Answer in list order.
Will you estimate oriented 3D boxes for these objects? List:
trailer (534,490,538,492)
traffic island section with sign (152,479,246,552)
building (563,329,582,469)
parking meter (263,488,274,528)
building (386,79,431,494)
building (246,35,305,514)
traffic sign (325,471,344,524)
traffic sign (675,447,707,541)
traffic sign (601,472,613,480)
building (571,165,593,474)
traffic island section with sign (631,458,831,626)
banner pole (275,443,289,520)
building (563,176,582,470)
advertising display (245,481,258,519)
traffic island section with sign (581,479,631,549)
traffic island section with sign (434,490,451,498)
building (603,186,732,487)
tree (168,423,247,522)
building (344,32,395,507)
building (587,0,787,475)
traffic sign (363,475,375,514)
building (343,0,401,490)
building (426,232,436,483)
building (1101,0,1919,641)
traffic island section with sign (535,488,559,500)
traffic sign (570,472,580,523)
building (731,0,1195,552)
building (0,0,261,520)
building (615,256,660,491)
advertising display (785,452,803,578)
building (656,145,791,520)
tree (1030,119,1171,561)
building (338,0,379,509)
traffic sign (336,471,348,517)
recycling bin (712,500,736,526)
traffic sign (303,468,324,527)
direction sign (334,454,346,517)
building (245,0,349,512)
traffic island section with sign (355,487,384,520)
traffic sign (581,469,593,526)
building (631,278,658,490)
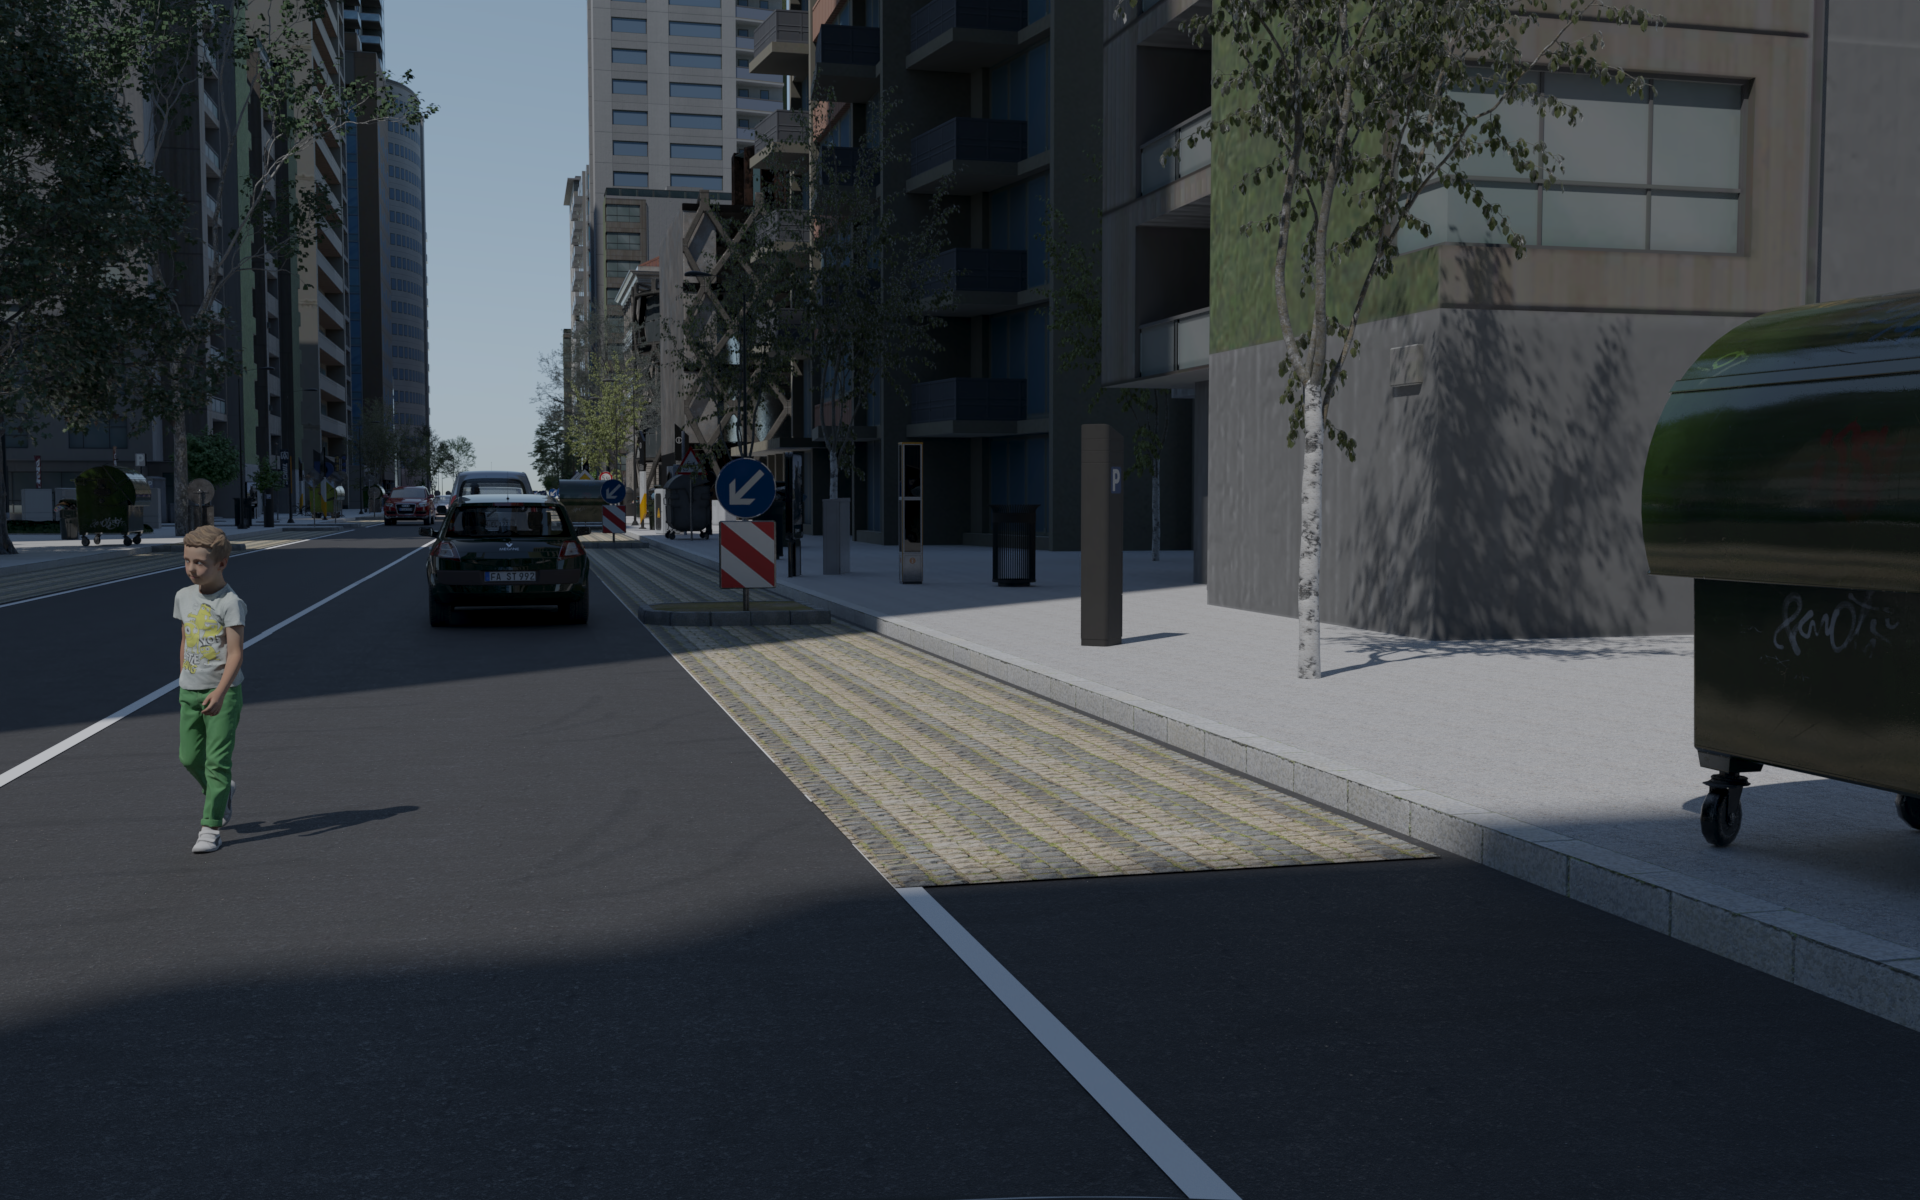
[{"bbox_3d":[-67.952,-16.499,276.814,1.471,1.999,3.904,-1,4,-12],"label":"trailer"},{"bbox_3d":[-19.148,-2.142,43.648,1.989,1.847,2.006,-1,4,-14],"label":"traffic island section with sign"},{"bbox_3d":[-61.820,-32.400,301.437,14.160,30.474,14.107,-1,4,-14],"label":"building"},{"bbox_3d":[-26.580,-3.558,66.577,0.372,1.533,0.369,0,3,0],"label":"parking meter"},{"bbox_3d":[-85.735,-42.741,240.817,21.231,58.520,28.212,-1,4,-14],"label":"building"},{"bbox_3d":[-49.669,-20.602,108.540,14.160,30.474,14.107,-1,4,-14],"label":"building"},{"bbox_3d":[-27.174,-4.384,75.317,0.795,2.450,0.064,-1,4,-14],"label":"traffic sign"},{"bbox_3d":[-7.375,-2.907,47.531,0.884,2.594,0.081,0,4,-6],"label":"traffic sign"},{"bbox_3d":[-20.027,-5.990,98.040,0.768,2.556,0.104,0,4,-7],"label":"traffic sign"},{"bbox_3d":[-45.226,-38.790,253.817,23.786,49.044,30.456,-1,4,-14],"label":"building"},{"bbox_3d":[-2.620,-0.672,19.615,1.989,1.847,2.006,-1,4,-14],"label":"traffic island section with sign"},{"bbox_3d":[-33.211,-5.799,84.836,0.863,3.779,0.401,-2,4,-25],"label":"banner pole"},{"bbox_3d":[-49.315,-42.402,282.507,28.713,52.752,27.495,-1,4,-14],"label":"building"},{"bbox_3d":[-36.370,-5.118,88.894,0.123,1.923,0.974,1,4,8],"label":"advertising display"},{"bbox_3d":[-9.378,-2.296,46.160,1.989,1.847,2.006,-1,4,-14],"label":"traffic island section with sign"},{"bbox_3d":[-51.762,-9.978,171.774,1.989,1.847,2.006,-1,4,-14],"label":"traffic island section with sign"},{"bbox_3d":[-27.184,-24.171,166.890,14.160,30.474,14.107,-1,4,-14],"label":"building"},{"bbox_3d":[-35.065,-5.935,80.750,4.285,4.588,4.351,0,3,0],"label":"tree"},{"bbox_3d":[-64.073,-31.885,171.437,14.600,45.320,14.200,-1,4,-14],"label":"building"},{"bbox_3d":[-29.349,-39.475,187.423,21.231,58.520,28.212,-1,4,-14],"label":"building"},{"bbox_3d":[-38.657,-6.926,113.351,0.768,2.556,0.104,-1,4,-12],"label":"traffic sign"},{"bbox_3d":[-73.772,-53.720,190.993,22.319,86.520,31.000,-1,4,-14],"label":"building"},{"bbox_3d":[-94.536,-39.755,269.603,23.786,49.044,30.456,-1,4,-14],"label":"building"},{"bbox_3d":[9.251,-20.710,22.206,14.154,41.232,14.086,-1,4,-14],"label":"building"},{"bbox_3d":[-29.750,-7.189,126.162,1.989,1.847,2.006,-1,4,-14],"label":"traffic island section with sign"},{"bbox_3d":[-17.143,-4.538,77.841,0.795,2.450,0.064,-1,4,-14],"label":"traffic sign"},{"bbox_3d":[5.378,-24.314,52.159,22.147,44.769,28.867,-1,4,-14],"label":"building"},{"bbox_3d":[-44.081,-24.665,86.872,14.154,41.232,14.086,-1,4,-14],"label":"building"},{"bbox_3d":[-21.816,-18.720,142.222,11.583,22.565,21.152,-1,4,-14],"label":"building"},{"bbox_3d":[-2.582,-1.332,26.994,0.123,1.923,0.974,0,4,4],"label":"advertising display"},{"bbox_3d":[-6.727,-13.707,91.568,16.811,18.784,16.820,-1,4,-14],"label":"building"},{"bbox_3d":[3.516,-5.052,32.961,4.737,8.622,4.395,0,3,0],"label":"tree"},{"bbox_3d":[-63.129,-43.713,152.961,20.563,71.187,20.611,-1,4,-14],"label":"building"},{"bbox_3d":[-34.071,-5.825,95.352,0.768,2.556,0.104,-1,4,-12],"label":"traffic sign"},{"bbox_3d":[-9.649,-3.566,70.866,0.722,1.027,0.722,2,4,35],"label":"recycling bin"},{"bbox_3d":[-25.203,-3.910,67.578,0.795,2.450,0.064,-1,4,-14],"label":"traffic sign"},{"bbox_3d":[-35.252,-6.521,98.614,0.876,3.537,0.379,2,4,27],"label":"direction sign"},{"bbox_3d":[-59.368,-31.098,132.154,21.300,48.544,21.600,-1,4,-14],"label":"building"},{"bbox_3d":[-32.597,-5.376,96.531,1.989,1.847,2.006,-1,4,-14],"label":"traffic island section with sign"},{"bbox_3d":[-15.173,-4.065,70.102,0.795,2.450,0.064,-1,4,-14],"label":"traffic sign"},{"bbox_3d":[-15.072,-15.722,124.501,16.820,18.784,16.811,-1,4,-14],"label":"building"}]
